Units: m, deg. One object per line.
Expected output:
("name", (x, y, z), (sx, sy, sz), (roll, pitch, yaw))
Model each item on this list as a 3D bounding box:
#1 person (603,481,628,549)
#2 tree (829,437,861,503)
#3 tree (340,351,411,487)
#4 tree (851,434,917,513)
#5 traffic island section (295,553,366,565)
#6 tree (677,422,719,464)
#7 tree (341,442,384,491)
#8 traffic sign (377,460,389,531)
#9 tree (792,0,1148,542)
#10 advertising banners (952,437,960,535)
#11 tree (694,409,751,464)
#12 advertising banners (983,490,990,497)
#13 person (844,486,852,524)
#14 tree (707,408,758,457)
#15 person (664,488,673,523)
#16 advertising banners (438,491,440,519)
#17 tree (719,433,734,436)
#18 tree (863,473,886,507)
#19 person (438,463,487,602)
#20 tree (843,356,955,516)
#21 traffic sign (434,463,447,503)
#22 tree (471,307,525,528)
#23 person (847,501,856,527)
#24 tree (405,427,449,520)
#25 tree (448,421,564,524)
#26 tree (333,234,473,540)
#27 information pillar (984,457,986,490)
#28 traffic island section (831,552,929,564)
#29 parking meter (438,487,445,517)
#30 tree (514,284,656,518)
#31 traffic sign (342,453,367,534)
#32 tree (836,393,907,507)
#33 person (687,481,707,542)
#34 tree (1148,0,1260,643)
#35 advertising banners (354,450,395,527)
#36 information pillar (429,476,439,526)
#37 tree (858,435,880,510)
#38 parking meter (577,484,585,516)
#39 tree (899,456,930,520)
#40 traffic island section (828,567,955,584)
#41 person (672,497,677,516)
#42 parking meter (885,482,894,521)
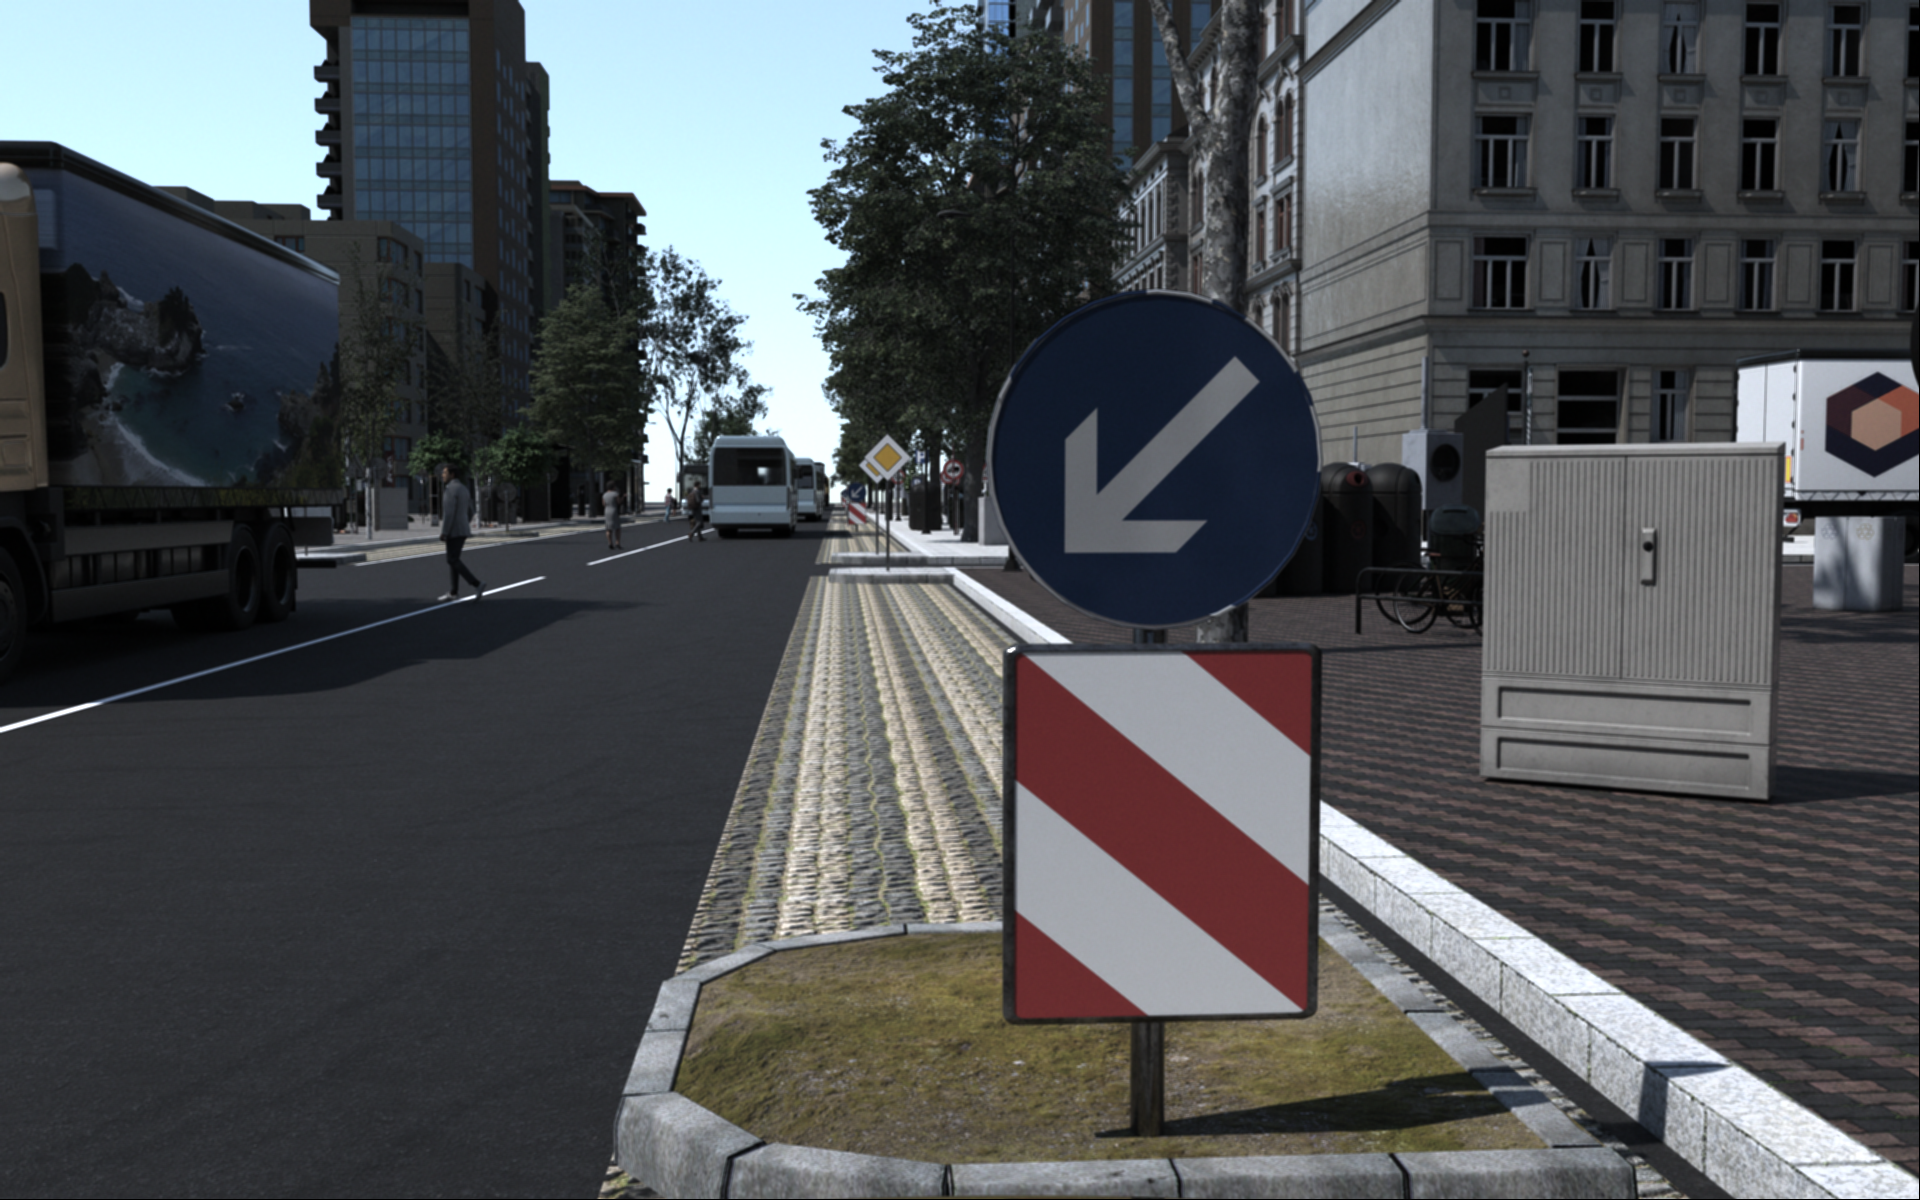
("person", (-8.906, -2.211, 45.004), (0.716, 1.782, 0.532), (2, 4, 26))
("tree", (-14.782, -20.597, 253.769), (9.611, 12.733, 9.660), (0, 3, 0))
("tree", (-30.031, -8.423, 88.080), (4.737, 8.622, 4.395), (0, 3, 0))
("tree", (-4.491, -10.040, 114.517), (4.360, 8.622, 3.978), (0, 3, 0))
("traffic island section", (-13.599, -0.838, 35.979), (2.009, 0.180, 2.903), (0, 4, -4))
("tree", (-25.677, -13.530, 171.575), (4.737, 8.622, 4.395), (0, 3, 0))
("tree", (-35.612, -7.258, 102.375), (4.285, 4.588, 4.351), (0, 3, 0))
("traffic sign", (-20.452, -3.715, 60.843), (0.768, 2.556, 0.104), (0, 4, -1))
("tree", (0.461, -8.513, 45.837), (9.857, 13.997, 8.962), (0, 3, 0))
("advertising banners", (-0.141, -3.558, 54.368), (0.090, 3.025, 2.074), (0, 4, 5))
("tree", (-29.044, -17.472, 211.428), (9.928, 11.665, 9.643), (0, 3, 0))
("advertising banners", (1.555, -3.776, 57.918), (2.074, 3.025, 0.090), (3, 5, 44))
("person", (-5.265, -4.526, 82.603), (0.391, 1.810, 0.635), (-2, 4, -24))
("tree", (-29.585, -18.988, 228.574), (7.486, 12.596, 7.792), (0, 3, 0))
("person", (-14.418, -4.659, 85.514), (0.643, 1.720, 0.563), (-3, 4, -36))
("advertising banners", (-27.267, -5.771, 90.539), (0.090, 3.025, 2.074), (-1, 4, -18))
("tree", (-27.767, -15.593, 205.302), (4.360, 8.622, 3.978), (0, 3, 0))
("tree", (-8.310, -11.852, 177.486), (4.285, 4.588, 4.351), (0, 3, 0))
("person", (-6.659, -0.905, 23.147), (0.795, 1.843, 0.661), (1, 4, 11))
("tree", (-3.432, -10.765, 101.756), (9.928, 11.665, 9.643), (0, 3, 0))
("traffic sign", (-20.948, -4.289, 70.223), (0.768, 2.556, 0.104), (0, 4, -1))
("tree", (-18.078, -6.973, 64.365), (4.360, 8.622, 3.978), (0, 3, 0))
("person", (-4.608, -3.754, 74.127), (0.590, 1.304, 0.306), (3, 5, 44))
("tree", (-25.428, -6.187, 84.875), (4.285, 4.588, 4.351), (0, 3, 0))
("tree", (-19.026, -5.624, 75.662), (4.285, 4.588, 4.351), (0, 3, 0))
("tree", (-16.883, -6.011, 48.644), (4.360, 8.622, 3.978), (0, 3, 0))
("information pillar", (1.251, -5.576, 82.522), (0.183, 3.616, 0.504), (-1, 4, -14))
("traffic island section", (-1.736, -0.888, 36.802), (2.009, 0.180, 2.903), (0, 4, -4))
("parking meter", (-28.320, -5.435, 94.576), (0.399, 1.863, 0.255), (-3, 4, -38))
("tree", (-20.363, -10.772, 94.256), (7.486, 12.596, 7.792), (0, 3, 0))
("traffic sign", (-19.181, -3.364, 55.010), (0.884, 2.594, 0.081), (0, 4, -1))
("tree", (-8.529, -15.446, 170.664), (7.486, 12.596, 7.792), (0, 3, 0))
("person", (-7.982, -2.683, 52.333), (0.822, 1.834, 0.622), (-3, 5, -44))
("tree", (3.289, -9.675, 14.082), (12.611, 20.169, 13.585), (0, 3, 0))
("advertising banners", (-23.252, -4.446, 68.872), (0.090, 3.025, 2.074), (2, 4, 31))
("information pillar", (-20.881, -3.932, 68.776), (0.304, 2.012, 0.304), (-2, 4, -25))
("tree", (-6.544, -11.696, 141.592), (4.737, 8.622, 4.395), (0, 3, 0))
("parking meter", (-22.136, -5.841, 101.214), (0.399, 1.863, 0.255), (-2, 4, -34))
("tree", (-2.360, -5.667, 87.255), (1.663, 3.219, 1.824), (0, 3, 0))
("traffic island section", (-1.179, -0.401, 28.836), (2.009, 0.180, 2.903), (0, 4, -4))
("person", (-18.698, -6.157, 112.348), (0.628, 1.438, 0.799), (1, 4, 8))
("parking meter", (-3.420, -4.778, 83.828), (0.399, 1.863, 0.255), (0, 4, 1))
